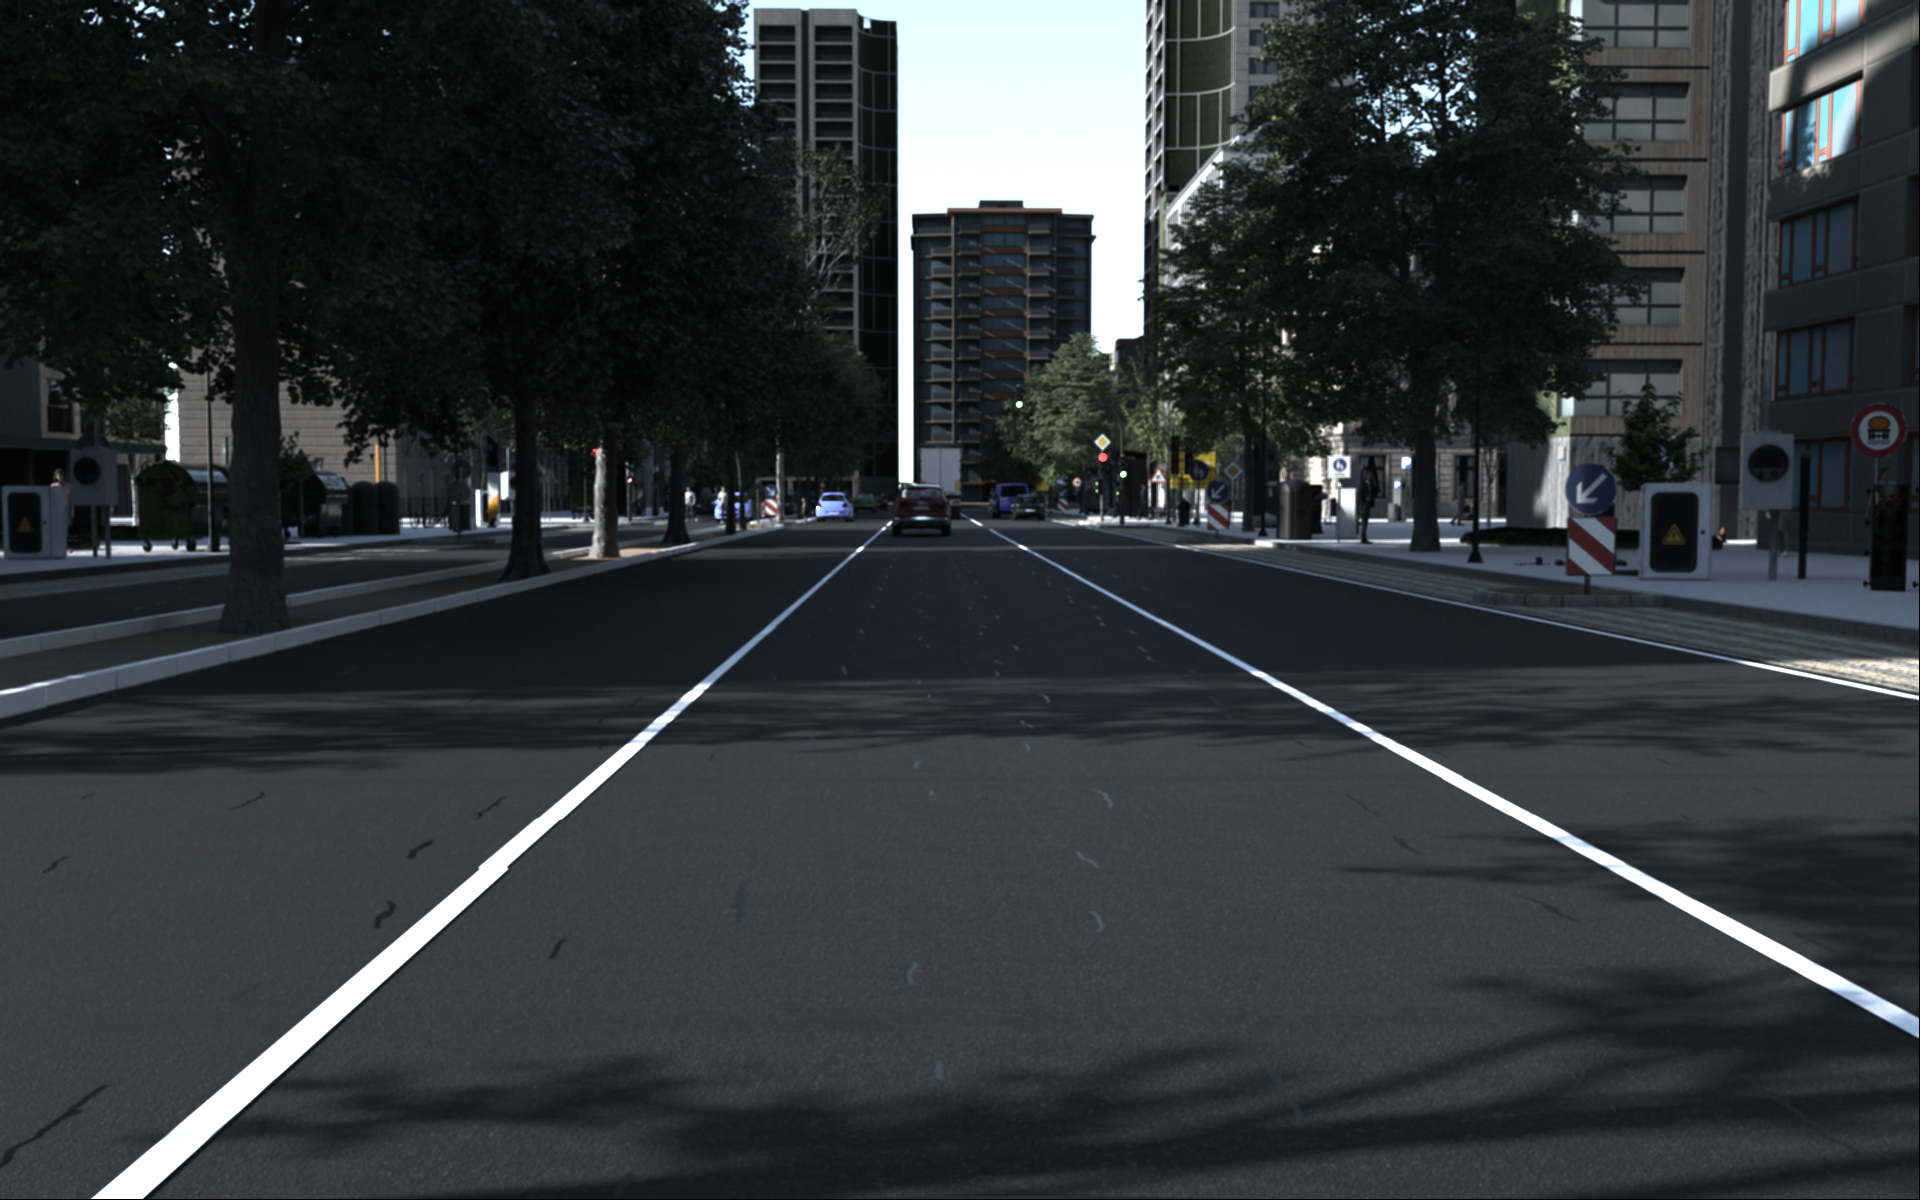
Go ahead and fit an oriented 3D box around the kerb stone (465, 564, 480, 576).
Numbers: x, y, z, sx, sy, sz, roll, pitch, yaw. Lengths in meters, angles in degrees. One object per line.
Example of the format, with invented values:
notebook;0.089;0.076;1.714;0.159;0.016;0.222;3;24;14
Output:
kerb stone;-8.692;-0.508;30.538;0.120;0.150;1.000;0;4;-1

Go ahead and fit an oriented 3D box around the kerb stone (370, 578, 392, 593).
kerb stone;-8.582;-0.197;25.419;0.120;0.150;1.000;0;4;-1

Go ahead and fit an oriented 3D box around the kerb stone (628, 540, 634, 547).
kerb stone;-9.043;-1.515;46.960;0.120;0.150;1.000;0;4;-1

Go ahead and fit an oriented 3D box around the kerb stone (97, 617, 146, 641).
kerb stone;-8.410;0.304;17.228;0.120;0.150;1.000;0;4;-1

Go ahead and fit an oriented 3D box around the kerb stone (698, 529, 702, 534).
kerb stone;-9.342;-2.391;61.294;0.120;0.150;1.000;0;4;-1

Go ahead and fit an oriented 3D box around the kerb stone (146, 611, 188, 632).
kerb stone;-8.437;0.241;18.257;0.120;0.150;1.000;0;4;-1

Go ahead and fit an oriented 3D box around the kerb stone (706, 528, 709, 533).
kerb stone;-9.389;-2.515;63.338;0.120;0.150;1.000;0;4;-1

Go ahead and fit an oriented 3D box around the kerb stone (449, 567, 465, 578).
kerb stone;-8.676;-0.448;29.513;0.120;0.150;1.000;0;4;-1

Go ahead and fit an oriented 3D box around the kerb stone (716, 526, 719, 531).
kerb stone;-9.454;-2.705;66.423;0.120;0.150;1.000;0;4;-1

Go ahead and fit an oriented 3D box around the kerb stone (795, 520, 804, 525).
kerb stone;-7.711;-3.745;83.434;0.120;0.150;1.000;0;4;-1

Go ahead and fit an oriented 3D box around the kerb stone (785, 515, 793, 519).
kerb stone;-10.243;-4.995;103.876;0.120;0.150;1.000;0;4;-1

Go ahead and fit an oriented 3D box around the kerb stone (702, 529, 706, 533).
kerb stone;-9.366;-2.454;62.316;0.120;0.150;1.000;0;4;-1

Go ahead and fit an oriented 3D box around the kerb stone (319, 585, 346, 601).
kerb stone;-8.550;-0.072;23.369;0.120;0.150;1.000;0;4;-1

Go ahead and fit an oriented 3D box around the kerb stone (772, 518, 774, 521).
kerb stone;-9.967;-4.180;90.554;0.120;0.150;1.000;0;4;-1

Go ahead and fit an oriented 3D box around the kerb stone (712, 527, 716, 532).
kerb stone;-9.429;-2.642;65.396;0.120;0.150;1.000;0;4;-1

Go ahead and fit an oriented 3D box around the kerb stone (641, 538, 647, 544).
kerb stone;-9.079;-1.638;49.003;0.120;0.150;1.000;0;4;-1

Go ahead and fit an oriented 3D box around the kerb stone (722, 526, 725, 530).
kerb stone;-9.495;-2.830;68.469;0.120;0.150;1.000;0;4;-1

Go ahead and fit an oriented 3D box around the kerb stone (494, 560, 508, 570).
kerb stone;-8.737;-0.636;32.588;0.120;0.150;1.000;0;4;-1

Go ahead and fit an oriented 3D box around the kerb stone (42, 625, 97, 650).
kerb stone;-8.398;0.366;16.207;0.120;0.150;1.000;0;4;-1

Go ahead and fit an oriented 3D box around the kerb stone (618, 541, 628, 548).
kerb stone;-9.019;-1.452;45.938;0.120;0.150;1.000;0;4;-1

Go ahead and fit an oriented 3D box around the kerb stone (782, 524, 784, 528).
kerb stone;-7.456;-3.019;71.559;0.120;0.150;1.000;0;4;-1

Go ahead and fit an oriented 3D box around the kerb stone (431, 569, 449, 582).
kerb stone;-8.651;-0.384;28.492;0.120;0.150;1.000;0;4;-1

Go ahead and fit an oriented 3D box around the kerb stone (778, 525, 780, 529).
kerb stone;-7.424;-2.893;69.516;0.120;0.150;1.000;0;4;-1

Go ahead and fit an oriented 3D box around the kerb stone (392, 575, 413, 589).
kerb stone;-8.607;-0.260;26.445;0.120;0.150;1.000;0;4;-1

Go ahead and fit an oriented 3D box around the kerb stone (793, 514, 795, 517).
kerb stone;-10.259;-5.058;104.898;0.120;0.150;1.000;0;4;-1

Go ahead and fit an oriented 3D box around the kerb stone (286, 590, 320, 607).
kerb stone;-8.521;-0.003;22.348;0.120;0.150;1.000;0;4;-1

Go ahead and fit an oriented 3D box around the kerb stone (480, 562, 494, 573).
kerb stone;-8.717;-0.573;31.566;0.120;0.150;1.000;0;4;-1

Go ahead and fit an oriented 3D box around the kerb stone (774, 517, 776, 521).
kerb stone;-9.976;-4.243;91.576;0.120;0.150;1.000;0;4;-1

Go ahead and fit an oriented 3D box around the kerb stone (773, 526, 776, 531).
kerb stone;-7.377;-2.769;67.469;0.120;0.150;1.000;0;4;-1

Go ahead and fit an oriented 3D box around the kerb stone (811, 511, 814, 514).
kerb stone;-10.760;-6.501;128.485;0.120;0.150;1.000;0;4;-1

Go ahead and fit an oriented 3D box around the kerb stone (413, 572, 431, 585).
kerb stone;-8.632;-0.323;27.470;0.120;0.150;1.000;0;4;-1

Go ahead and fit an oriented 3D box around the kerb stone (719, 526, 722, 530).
kerb stone;-9.473;-2.768;67.448;0.120;0.150;1.000;0;4;-1

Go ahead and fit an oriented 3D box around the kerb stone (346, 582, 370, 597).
kerb stone;-8.565;-0.134;24.391;0.120;0.150;1.000;0;4;-1

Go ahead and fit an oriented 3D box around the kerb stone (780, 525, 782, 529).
kerb stone;-7.438;-2.957;70.538;0.120;0.150;1.000;0;4;-1

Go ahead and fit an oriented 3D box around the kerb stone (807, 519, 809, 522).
kerb stone;-7.770;-3.933;86.500;0.120;0.150;1.000;0;4;-1

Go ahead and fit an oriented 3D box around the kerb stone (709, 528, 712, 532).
kerb stone;-9.414;-2.579;64.365;0.120;0.150;1.000;0;4;-1

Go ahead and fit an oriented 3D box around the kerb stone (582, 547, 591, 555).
kerb stone;-8.906;-1.138;40.800;0.120;0.150;1.000;0;4;-1

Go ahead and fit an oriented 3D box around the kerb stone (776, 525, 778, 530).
kerb stone;-7.398;-2.832;68.494;0.120;0.150;1.000;0;4;-1

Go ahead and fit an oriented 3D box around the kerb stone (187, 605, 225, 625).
kerb stone;-8.459;0.179;19.279;0.120;0.150;1.000;0;4;-1

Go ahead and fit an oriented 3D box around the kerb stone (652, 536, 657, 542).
kerb stone;-9.133;-1.765;51.055;0.120;0.150;1.000;0;4;-1

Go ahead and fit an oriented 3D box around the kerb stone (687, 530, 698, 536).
kerb stone;-9.318;-2.329;60.272;0.120;0.150;1.000;0;4;-1

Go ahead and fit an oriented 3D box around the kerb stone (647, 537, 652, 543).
kerb stone;-9.106;-1.700;50.033;0.120;0.150;1.000;0;4;-1

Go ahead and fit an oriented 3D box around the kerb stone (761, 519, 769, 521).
kerb stone;-9.895;-3.992;87.480;0.120;0.150;1.000;0;4;-1

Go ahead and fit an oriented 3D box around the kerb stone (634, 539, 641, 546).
kerb stone;-9.057;-1.572;47.982;0.120;0.150;1.000;0;4;-1

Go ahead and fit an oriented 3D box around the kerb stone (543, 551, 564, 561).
kerb stone;-8.849;-0.946;37.719;0.120;0.150;1.000;0;4;-1

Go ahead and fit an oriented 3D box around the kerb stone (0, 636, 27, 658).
kerb stone;-8.372;0.429;15.185;0.120;0.150;1.000;0;4;-1

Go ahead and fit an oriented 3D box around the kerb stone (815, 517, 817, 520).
kerb stone;-7.901;-4.300;92.657;0.120;0.150;1.000;0;4;-1

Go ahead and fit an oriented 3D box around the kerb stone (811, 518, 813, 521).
kerb stone;-7.844;-4.119;89.579;0.120;0.150;1.000;0;4;-1

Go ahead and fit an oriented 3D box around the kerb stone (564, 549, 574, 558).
kerb stone;-8.864;-1.009;38.741;0.120;0.150;1.000;0;4;-1

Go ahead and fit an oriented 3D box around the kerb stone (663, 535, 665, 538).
kerb stone;-9.169;-1.890;53.098;0.120;0.150;1.000;0;4;-1

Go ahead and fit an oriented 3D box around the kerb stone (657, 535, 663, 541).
kerb stone;-9.144;-1.827;52.076;0.120;0.150;1.000;0;4;-1

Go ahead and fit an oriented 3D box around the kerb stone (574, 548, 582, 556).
kerb stone;-8.890;-1.075;39.770;0.120;0.150;1.000;0;4;-1
